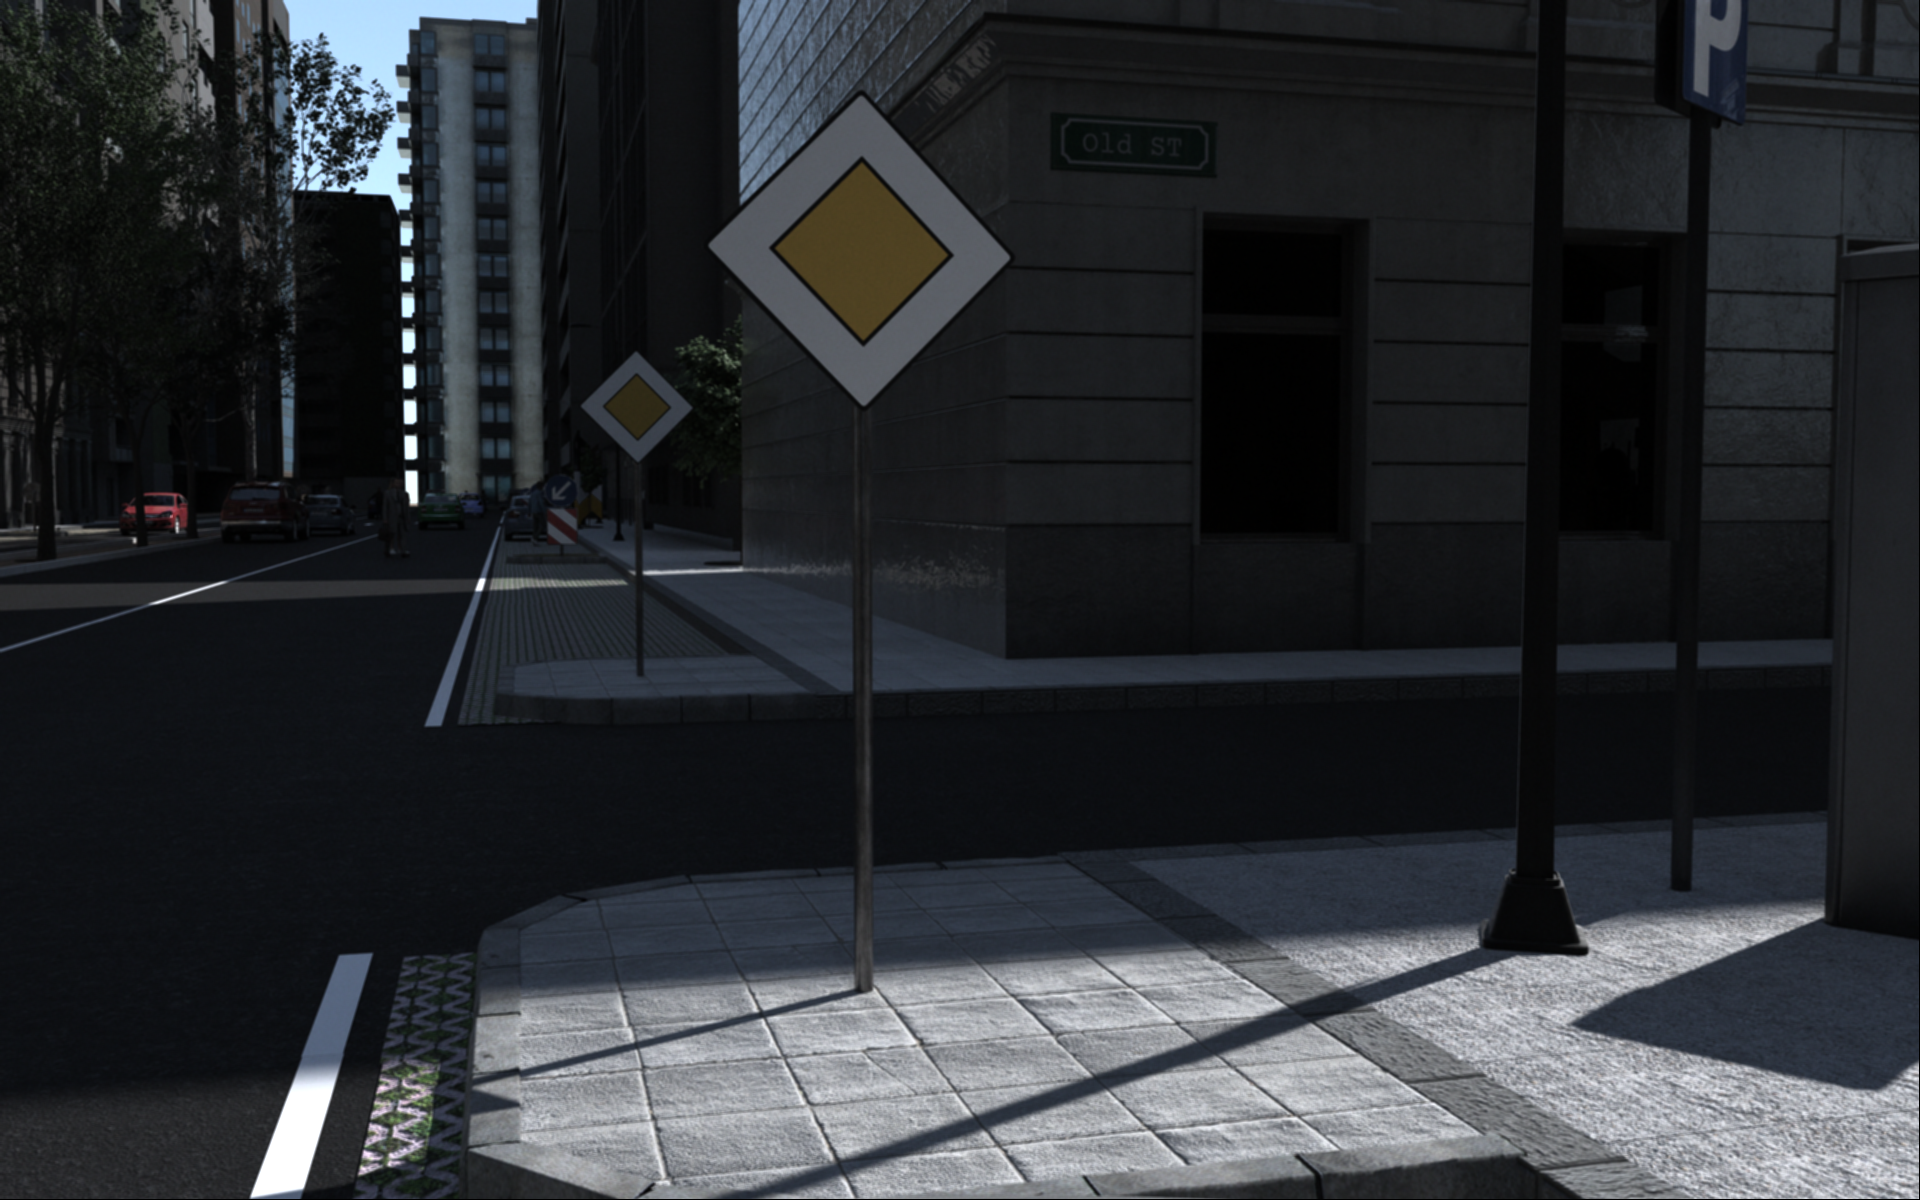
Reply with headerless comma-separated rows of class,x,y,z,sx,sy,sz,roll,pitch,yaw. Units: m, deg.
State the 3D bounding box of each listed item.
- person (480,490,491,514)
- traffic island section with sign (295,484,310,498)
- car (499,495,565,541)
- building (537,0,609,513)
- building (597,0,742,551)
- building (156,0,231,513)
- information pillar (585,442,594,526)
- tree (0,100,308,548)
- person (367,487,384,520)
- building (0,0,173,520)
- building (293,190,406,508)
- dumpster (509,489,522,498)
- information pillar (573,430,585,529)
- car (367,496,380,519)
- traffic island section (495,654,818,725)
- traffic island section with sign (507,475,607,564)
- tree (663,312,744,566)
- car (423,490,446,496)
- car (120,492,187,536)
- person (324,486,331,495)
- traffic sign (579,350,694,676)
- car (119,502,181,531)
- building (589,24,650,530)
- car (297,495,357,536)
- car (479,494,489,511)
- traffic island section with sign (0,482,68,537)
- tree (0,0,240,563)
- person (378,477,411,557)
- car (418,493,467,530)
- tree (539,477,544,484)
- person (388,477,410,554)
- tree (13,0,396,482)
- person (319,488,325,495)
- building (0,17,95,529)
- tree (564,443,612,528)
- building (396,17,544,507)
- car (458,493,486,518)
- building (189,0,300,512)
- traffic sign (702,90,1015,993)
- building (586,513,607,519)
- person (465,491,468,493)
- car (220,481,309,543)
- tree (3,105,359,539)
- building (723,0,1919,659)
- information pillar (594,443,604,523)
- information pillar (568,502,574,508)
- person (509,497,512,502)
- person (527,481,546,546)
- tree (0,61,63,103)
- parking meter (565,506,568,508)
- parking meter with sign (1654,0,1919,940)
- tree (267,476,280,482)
person,-34.390,-7.096,125.239,0.721,1.735,1.217,2,4,33
traffic island section with sign,-31.191,-4.518,82.012,2.006,1.907,1.989,-1,4,-14
car,-13.253,-2.553,53.747,2.014,1.417,4.499,-1,4,-14
building,-25.263,-32.202,150.201,21.300,48.544,21.600,-1,4,-14
building,-2.906,-15.730,50.691,14.314,27.812,24.014,-1,4,-14
building,-60.275,-31.403,102.673,28.713,52.752,27.495,-1,4,-14
information pillar,-15.191,-4.814,70.070,0.504,3.616,0.183,-3,5,-40
tree,-21.342,-6.620,45.107,8.767,10.594,7.601,-1,4,-14
person,-32.060,-5.328,95.640,1.348,1.821,0.705,-1,4,-23
building,-47.935,-24.537,84.779,14.154,41.232,14.086,-1,4,-14
building,-61.522,-24.219,167.676,14.107,30.474,14.160,-1,4,-14
dumpster,-37.429,-8.506,147.281,1.865,1.857,1.264,-1,4,-15
information pillar,-14.004,-4.405,63.373,0.183,3.616,0.504,-2,4,-31
car,-33.634,-5.418,101.157,1.945,1.354,3.894,-1,4,-16
traffic island section,-2.236,0.615,12.228,2.009,0.180,2.903,-1,4,-14
traffic island section with sign,-8.419,-1.677,36.042,1.989,1.847,2.006,-1,4,-14
tree,-4.004,-2.931,31.635,4.285,4.588,4.351,0,3,0
car,-44.982,-8.574,148.864,2.281,1.827,5.304,-1,4,-16
car,-28.272,-3.179,61.014,2.155,1.783,4.494,-1,4,-14
person,-28.383,-4.219,77.662,0.709,1.800,0.728,3,4,37
traffic sign,-2.257,-0.520,12.145,0.795,2.450,0.064,-1,4,-14
car,-31.480,-3.351,67.363,1.945,1.354,3.894,-1,4,-14
building,-8.974,-16.963,74.616,12.463,27.353,25.104,-1,4,-14
car,-22.115,-2.956,60.328,2.014,1.417,4.499,-1,4,-15
car,-40.522,-8.143,145.145,2.014,1.417,4.499,-1,4,-14
traffic island section with sign,-31.288,-3.044,58.393,1.989,1.847,2.006,-1,4,-14
tree,-19.131,-6.598,36.098,9.928,11.665,9.643,0,3,0
person,-12.759,-1.870,39.178,0.694,1.812,0.767,-3,5,-44
car,-21.242,-3.805,71.013,1.959,1.807,4.718,-1,4,-15
tree,-38.455,-10.151,160.571,1.663,3.219,1.824,0,3,0
person,-13.486,-2.018,41.463,0.573,1.828,0.580,0,4,-1
tree,-28.383,-12.701,66.003,12.611,20.169,13.585,0,3,0
person,-33.753,-5.054,91.795,0.551,1.740,0.621,-2,4,-23
building,-40.528,-13.268,66.089,9.793,20.994,18.267,-1,4,-14
tree,-14.251,-4.358,65.860,1.663,3.219,1.824,0,3,0
building,-41.270,-34.138,177.764,30.456,49.044,23.786,-1,4,-14
car,-29.733,-5.832,104.948,1.945,1.707,3.694,-1,4,-15
building,-63.942,-30.244,144.596,14.200,45.320,14.600,-1,4,-14
traffic sign,-0.252,-0.047,4.415,0.795,2.450,0.064,-1,4,-14
building,-12.648,-29.257,102.047,21.300,48.544,21.600,-1,4,-14
person,-44.435,-8.947,155.576,0.721,1.735,1.217,1,4,12
car,-21.027,-2.680,52.499,2.281,1.827,5.304,-1,4,-14
tree,-24.314,-8.663,54.462,12.009,13.543,11.850,0,3,0
building,19.127,-15.235,25.503,44.131,29.872,17.030,-1,4,-14
information pillar,-15.883,-5.163,75.768,0.504,3.616,0.183,0,4,3
information pillar,-15.890,-4.074,71.102,0.304,2.012,0.304,-2,4,-29
person,-19.368,-3.814,75.145,0.394,1.301,0.425,-1,4,-17
person,-11.542,-2.347,47.223,0.444,1.785,0.601,-3,5,-40
tree,-17.203,-5.542,27.489,8.767,10.594,7.601,-1,4,-14
parking meter,-17.619,-4.416,77.918,0.255,1.863,0.399,-1,4,-18
parking meter with sign,2.942,-0.532,4.963,1.738,3.016,0.543,3,5,43
tree,-55.149,-8.806,138.580,1.663,3.219,1.824,0,3,0
